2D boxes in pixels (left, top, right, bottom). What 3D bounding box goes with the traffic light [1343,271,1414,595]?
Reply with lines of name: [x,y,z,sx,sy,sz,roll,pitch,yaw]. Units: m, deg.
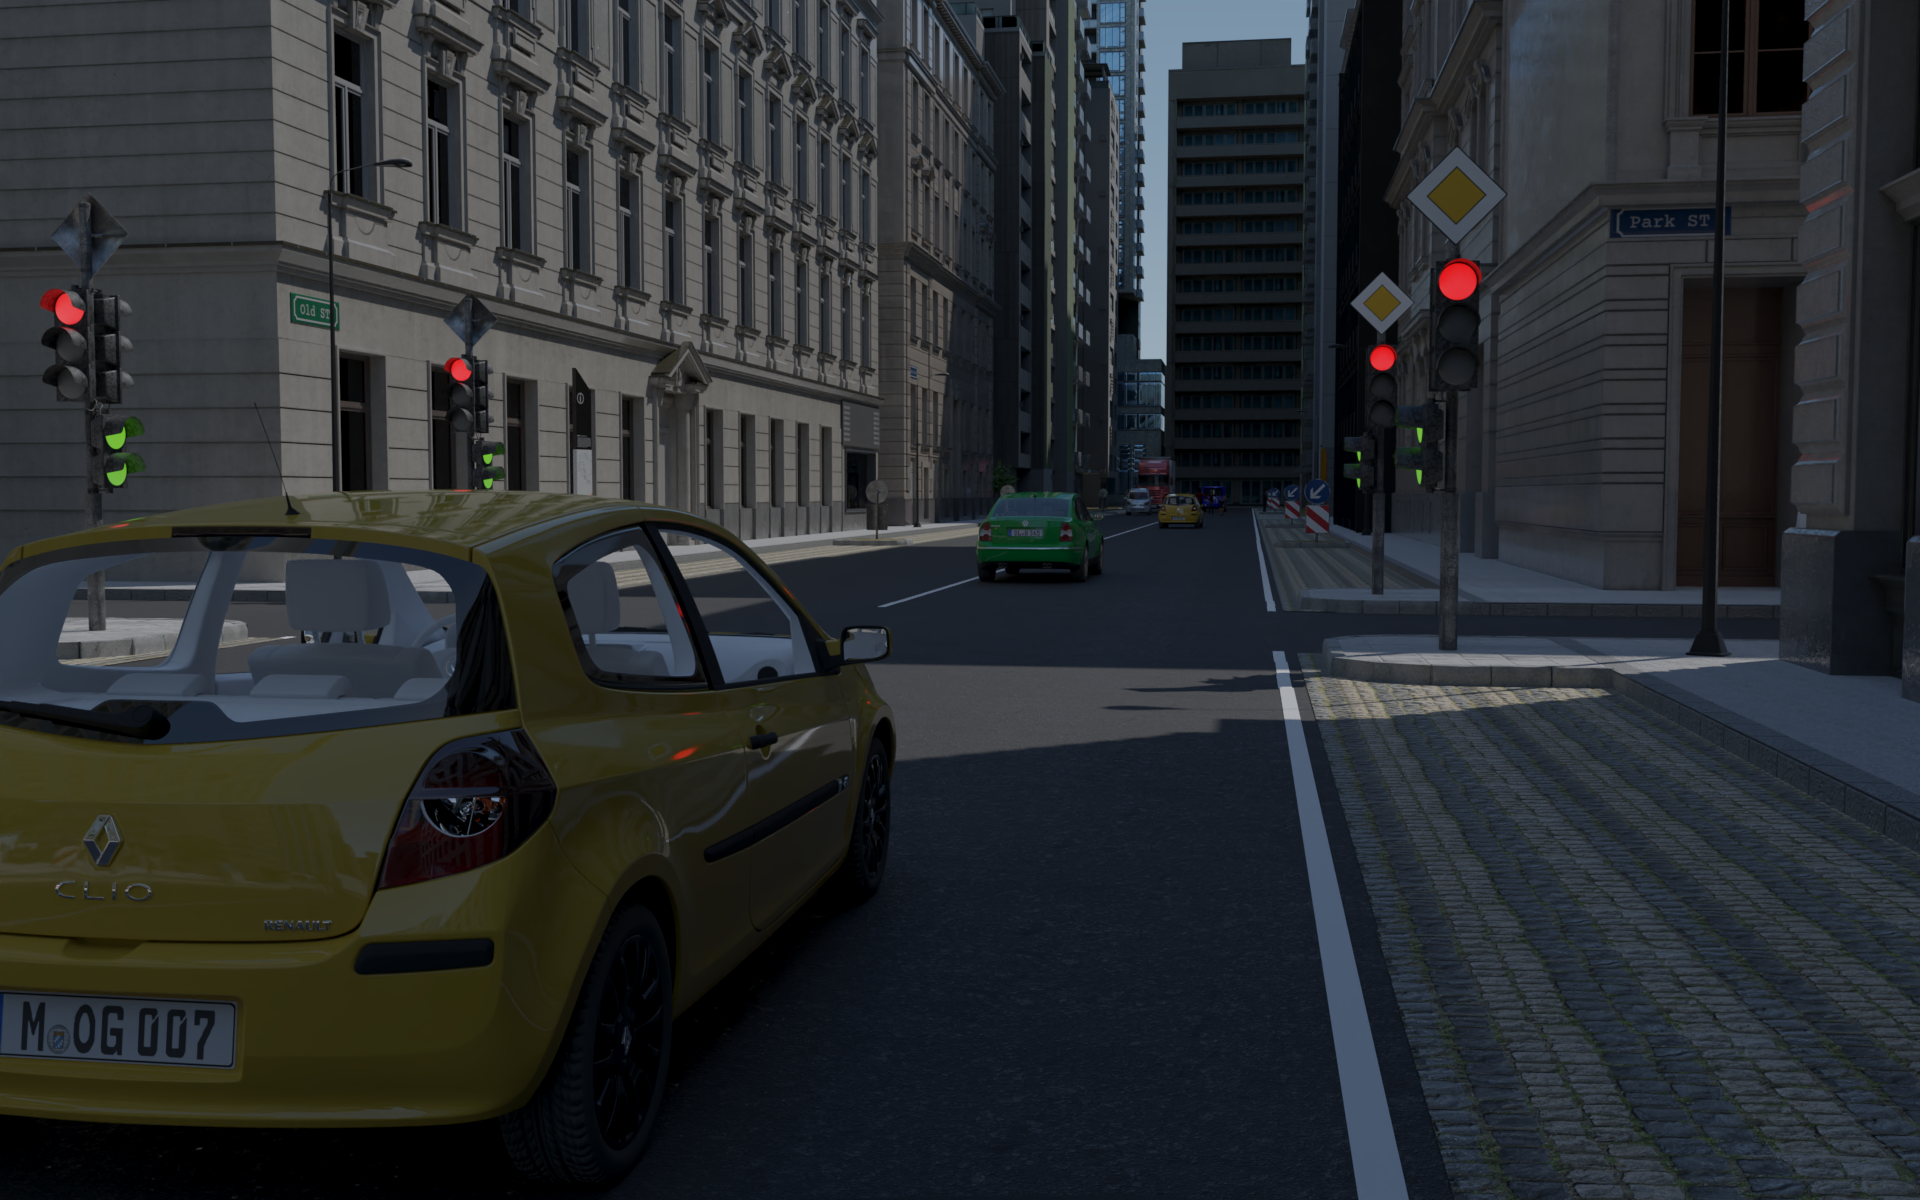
traffic light: [5.321,-2.025,22.034,0.839,4.253,0.868,1,4,9]

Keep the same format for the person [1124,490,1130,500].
person: [13.398,-7.893,138.255,0.721,1.736,1.217,3,4,37]

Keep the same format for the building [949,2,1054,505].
building: [-2.036,-20.476,106.491,14.160,30.474,14.107,1,4,9]

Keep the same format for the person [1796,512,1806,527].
person: [9.597,-0.508,19.408,0.503,1.515,0.523,2,4,28]

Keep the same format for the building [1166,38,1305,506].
building: [33.595,-34.553,188.649,21.600,48.544,21.300,1,4,9]

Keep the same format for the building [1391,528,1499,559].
building: [18.280,-15.653,43.312,14.401,28.519,23.554,1,4,9]

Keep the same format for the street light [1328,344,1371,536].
street light: [12.091,-4.964,53.709,1.470,5.913,1.316,1,4,9]

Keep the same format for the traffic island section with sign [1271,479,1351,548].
traffic island section with sign: [9.433,-2.310,46.402,1.989,1.847,2.006,1,4,9]

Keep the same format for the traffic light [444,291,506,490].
traffic light: [-6.775,-2.148,24.035,0.839,4.253,0.868,1,4,9]

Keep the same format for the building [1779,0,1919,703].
building: [9.550,-10.640,2.842,11.050,23.489,19.941,1,4,9]

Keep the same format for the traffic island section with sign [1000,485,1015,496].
traffic island section with sign: [2.071,-4.076,75.274,1.989,1.847,2.006,1,4,9]

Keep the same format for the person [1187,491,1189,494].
person: [23.088,-10.223,176.184,0.617,1.759,0.750,-2,4,-31]

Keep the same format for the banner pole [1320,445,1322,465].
banner pole: [18.386,-5.989,87.936,0.401,3.779,0.863,2,4,28]

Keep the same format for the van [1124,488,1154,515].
van: [12.141,-6.760,117.531,2.013,2.044,4.112,0,4,8]

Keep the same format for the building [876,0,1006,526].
building: [-5.729,-17.337,80.717,12.463,27.353,25.104,1,4,9]

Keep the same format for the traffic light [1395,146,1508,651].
traffic light: [4.003,-1.544,14.158,0.839,4.253,0.868,1,4,9]

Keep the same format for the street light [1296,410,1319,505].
street light: [19.273,-7.545,95.896,1.470,5.913,1.316,1,4,9]

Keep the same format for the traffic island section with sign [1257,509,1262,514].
traffic island section with sign: [22.172,-6.965,122.503,1.989,1.847,2.006,1,4,9]

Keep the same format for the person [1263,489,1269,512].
person: [22.591,-7.318,128.166,0.705,1.821,1.348,0,4,-5]

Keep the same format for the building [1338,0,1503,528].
building: [25.407,-18.028,82.154,14.401,28.519,23.554,1,4,9]

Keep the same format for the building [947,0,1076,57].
building: [0.297,-26.694,120.039,14.154,41.232,14.086,1,4,9]

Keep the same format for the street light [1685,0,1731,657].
street light: [5.434,-2.519,13.722,1.470,5.913,1.316,1,4,9]

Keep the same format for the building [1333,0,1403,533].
building: [20.394,-14.273,63.047,12.332,23.373,15.834,1,4,9]

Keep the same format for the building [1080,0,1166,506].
building: [7.432,-53.793,192.179,31.000,86.520,22.319,1,4,9]

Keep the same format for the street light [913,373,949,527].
street light: [-1.108,-5.748,66.517,1.470,5.913,1.316,1,4,9]

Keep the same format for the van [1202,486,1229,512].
van: [20.320,-8.195,138.373,2.240,2.365,5.245,1,4,10]

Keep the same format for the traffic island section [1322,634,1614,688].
traffic island section: [4.041,0.490,14.265,2.009,0.180,2.903,1,4,9]

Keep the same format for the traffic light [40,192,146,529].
traffic light: [-8.094,-1.666,16.159,0.839,4.253,0.868,1,4,9]

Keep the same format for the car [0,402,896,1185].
car: [-1.297,0.312,5.117,2.015,1.641,3.980,1,4,9]

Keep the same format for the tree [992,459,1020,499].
tree: [2.220,-6.255,96.870,1.663,3.219,1.824,0,3,0]

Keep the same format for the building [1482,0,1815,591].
building: [18.999,-11.592,25.679,21.152,22.565,11.583,1,4,9]

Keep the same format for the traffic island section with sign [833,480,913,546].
traffic island section with sign: [-2.385,-2.445,48.606,1.989,1.847,2.006,1,4,9]

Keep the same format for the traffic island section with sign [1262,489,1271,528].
traffic island section with sign: [13.911,-3.947,73.162,1.989,1.847,2.006,1,4,9]

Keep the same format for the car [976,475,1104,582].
car: [1.434,-1.277,29.674,1.959,1.807,4.718,1,4,10]

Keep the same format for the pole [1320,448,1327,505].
pole: [16.064,-5.073,76.794,0.158,3.312,0.155,0,3,0]

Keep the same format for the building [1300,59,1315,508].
building: [39.171,-29.275,162.239,14.154,41.232,14.086,1,4,9]

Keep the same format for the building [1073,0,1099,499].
building: [-1.085,-31.989,142.636,23.786,49.044,30.456,1,4,9]

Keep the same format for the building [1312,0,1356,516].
building: [33.413,-34.737,109.954,21.231,58.520,28.212,1,4,9]

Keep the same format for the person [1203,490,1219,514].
person: [17.802,-6.944,122.559,1.217,1.766,0.721,0,4,-2]

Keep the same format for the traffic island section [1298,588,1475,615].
traffic island section: [5.359,0.009,22.141,2.009,0.180,2.903,1,4,9]

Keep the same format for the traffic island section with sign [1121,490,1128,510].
traffic island section with sign: [14.902,-8.758,151.827,1.989,1.847,2.006,1,4,9]

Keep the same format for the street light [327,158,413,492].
street light: [-8.246,-3.158,24.170,1.470,5.913,1.316,1,4,9]

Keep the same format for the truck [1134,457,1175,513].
truck: [15.001,-8.770,132.307,2.839,4.237,11.283,1,4,9]

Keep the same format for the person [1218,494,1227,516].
person: [17.230,-6.223,113.486,0.421,1.427,0.697,-2,4,-26]

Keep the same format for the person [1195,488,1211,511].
person: [14.498,-5.885,104.683,1.348,1.831,0.705,1,4,21]

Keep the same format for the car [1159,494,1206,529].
car: [9.370,-3.854,73.238,2.015,1.641,3.980,1,4,11]

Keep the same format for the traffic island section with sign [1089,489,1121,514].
traffic island section with sign: [10.338,-7.095,124.627,1.989,1.847,2.006,1,4,9]

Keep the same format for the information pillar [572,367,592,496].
information pillar: [-7.054,-2.506,32.333,0.183,3.616,0.504,2,4,23]

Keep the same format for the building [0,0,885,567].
building: [-13.992,-16.518,46.480,17.030,29.872,44.131,1,4,9]

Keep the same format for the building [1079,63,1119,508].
building: [8.135,-29.632,168.083,14.086,41.232,14.154,1,4,9]

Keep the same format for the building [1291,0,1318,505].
building: [39.110,-31.770,139.047,23.786,49.044,30.456,1,4,9]
